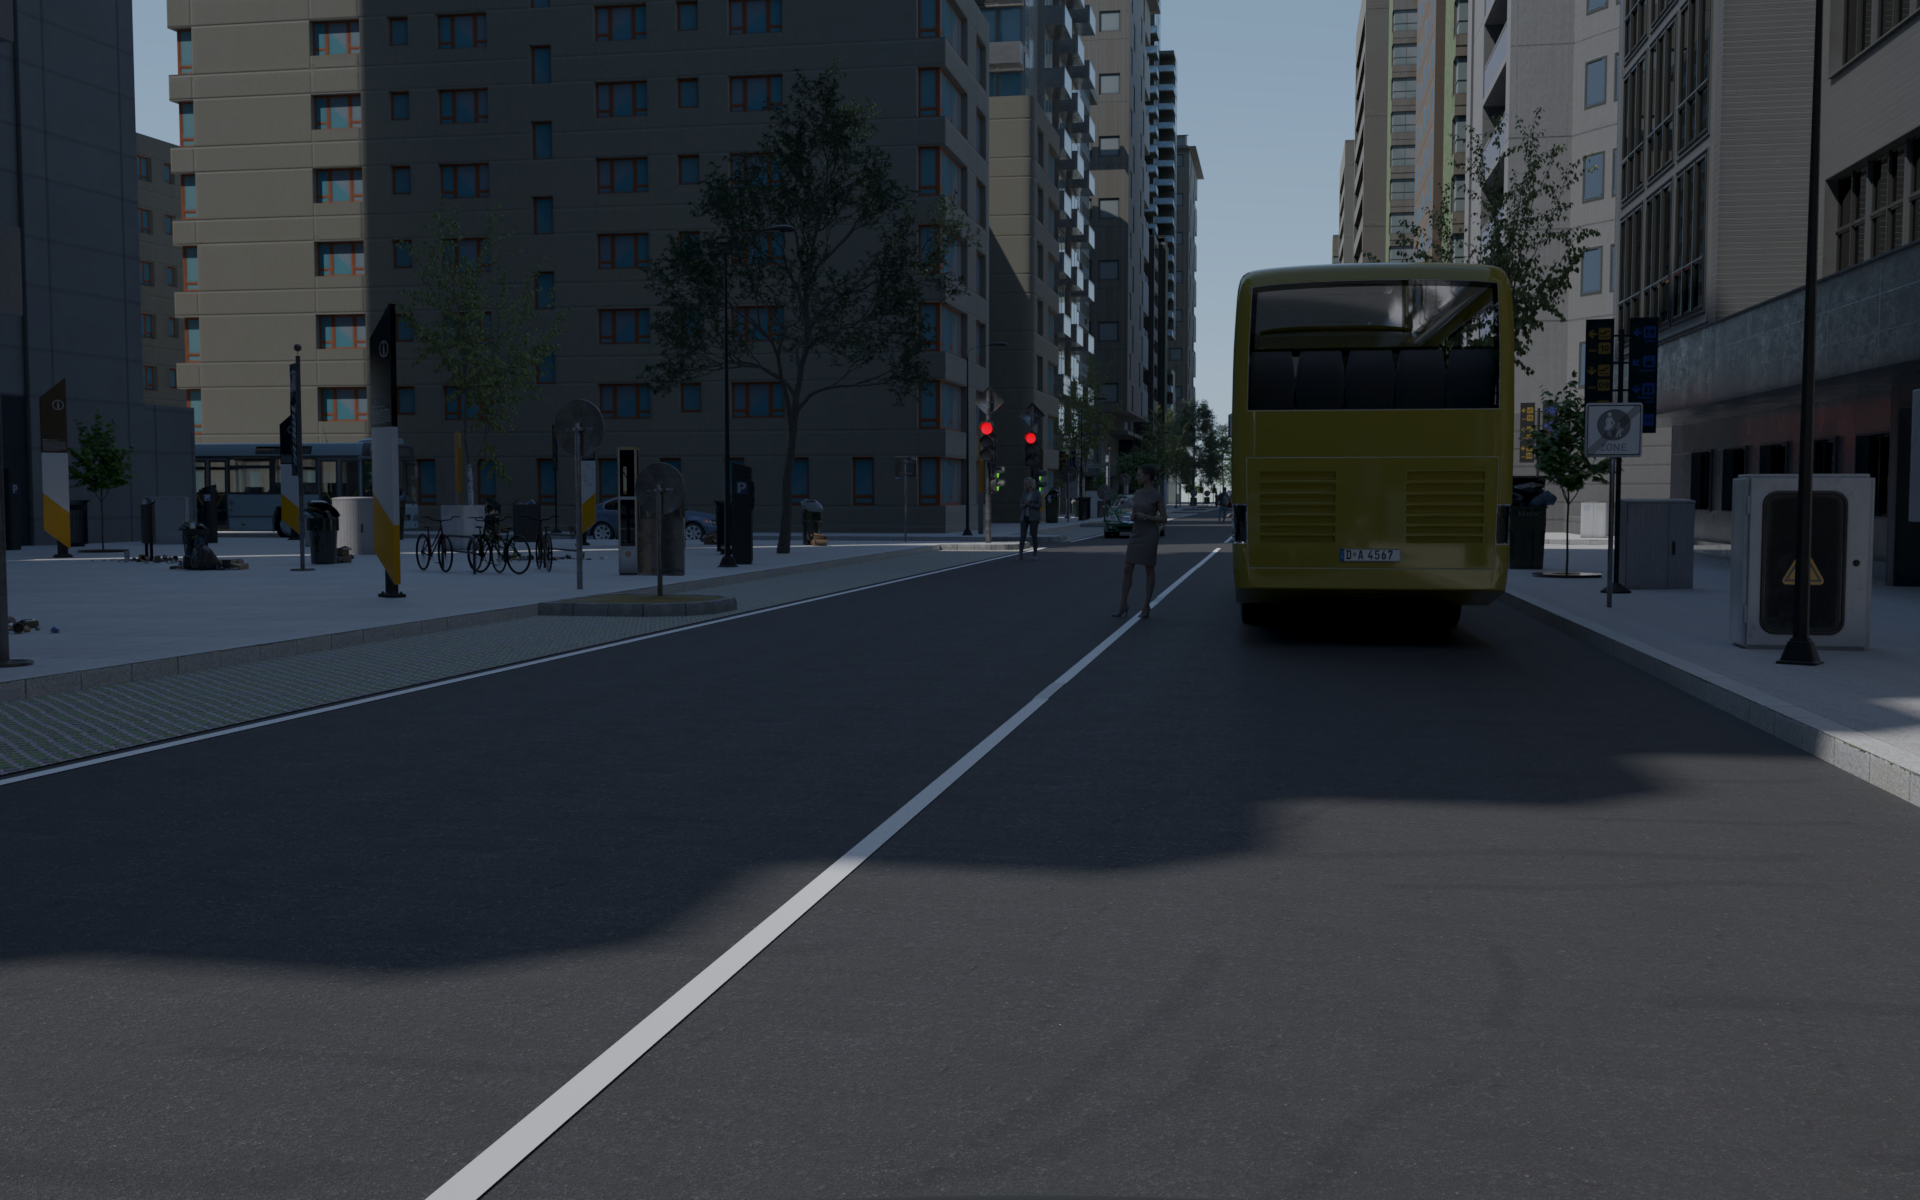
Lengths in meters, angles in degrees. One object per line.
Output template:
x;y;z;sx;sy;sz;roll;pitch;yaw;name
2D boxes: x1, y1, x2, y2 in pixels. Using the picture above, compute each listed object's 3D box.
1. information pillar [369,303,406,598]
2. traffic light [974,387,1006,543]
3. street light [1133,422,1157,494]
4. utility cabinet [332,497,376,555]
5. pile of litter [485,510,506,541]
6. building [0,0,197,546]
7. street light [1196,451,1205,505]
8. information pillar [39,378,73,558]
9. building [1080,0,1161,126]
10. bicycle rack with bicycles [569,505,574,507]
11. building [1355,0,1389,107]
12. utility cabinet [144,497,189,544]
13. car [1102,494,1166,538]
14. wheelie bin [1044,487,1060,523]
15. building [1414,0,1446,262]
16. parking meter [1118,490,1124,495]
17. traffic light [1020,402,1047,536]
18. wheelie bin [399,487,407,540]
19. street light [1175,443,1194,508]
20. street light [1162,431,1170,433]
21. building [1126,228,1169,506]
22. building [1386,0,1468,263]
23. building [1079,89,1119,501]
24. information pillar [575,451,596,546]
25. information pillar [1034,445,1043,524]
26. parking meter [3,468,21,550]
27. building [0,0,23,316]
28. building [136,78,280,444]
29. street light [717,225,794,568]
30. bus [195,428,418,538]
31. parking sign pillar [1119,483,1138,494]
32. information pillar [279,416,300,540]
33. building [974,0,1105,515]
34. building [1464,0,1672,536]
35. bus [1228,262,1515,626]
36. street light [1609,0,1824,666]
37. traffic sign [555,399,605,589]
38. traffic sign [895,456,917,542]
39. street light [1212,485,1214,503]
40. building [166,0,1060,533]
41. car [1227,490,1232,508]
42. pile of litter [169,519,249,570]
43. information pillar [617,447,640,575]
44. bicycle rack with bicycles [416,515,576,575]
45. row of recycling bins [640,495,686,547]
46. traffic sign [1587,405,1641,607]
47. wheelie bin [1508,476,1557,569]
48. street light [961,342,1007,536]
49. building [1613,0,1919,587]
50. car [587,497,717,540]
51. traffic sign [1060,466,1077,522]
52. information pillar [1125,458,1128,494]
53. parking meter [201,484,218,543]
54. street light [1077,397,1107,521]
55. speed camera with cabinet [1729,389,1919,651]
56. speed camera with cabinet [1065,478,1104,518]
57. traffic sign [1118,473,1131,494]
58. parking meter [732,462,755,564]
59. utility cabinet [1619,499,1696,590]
-7.118;-1.841;21.460;0.504;3.616;0.183;3;5;41;information pillar
0.759;-3.443;45.211;0.839;4.253;0.868;1;4;11;traffic light
11.854;-8.564;112.568;1.470;5.913;1.316;1;4;11;street light
-12.812;-1.569;36.814;1.020;1.237;0.306;1;4;13;utility cabinet
-13.058;-2.053;47.539;1.176;0.858;1.719;-2;4;-32;pile of litter
-33.725;-36.747;39.059;20.611;71.187;20.563;1;4;11;building
25.800;-13.134;187.273;1.470;5.913;1.316;1;4;11;street light
-18.161;-2.656;34.781;0.504;3.616;0.183;-2;4;-35;information pillar
4.022;-35.370;167.537;28.713;52.752;27.495;1;4;11;building
-11.604;-2.665;56.955;2.852;0.926;2.925;0;4;-3;bicycle rack with bicycles
46.453;-32.481;154.766;21.300;48.544;21.600;1;4;11;building
-20.228;-2.020;44.185;1.020;1.237;0.306;0;4;-3;utility cabinet
5.890;-2.832;58.099;2.131;1.459;4.920;1;4;10;car
4.075;-4.188;76.377;0.693;1.594;0.980;0;4;4;wheelie bin
34.343;-27.612;101.569;14.600;45.320;14.200;1;4;11;building
10.279;-6.248;110.559;0.372;1.533;0.369;0;3;0;parking meter
2.223;-3.923;53.061;0.839;4.253;0.868;1;4;11;traffic light
-15.923;-2.483;48.512;0.693;1.594;0.980;2;4;27;wheelie bin
20.282;-11.343;157.994;1.470;5.913;1.316;1;4;11;street light
14.877;-9.537;128.472;1.470;5.913;1.316;1;4;11;street light
14.996;-25.432;187.510;14.160;30.474;14.107;1;4;11;building
40.858;-27.749;137.289;14.154;41.232;14.086;1;4;11;building
-2.303;-27.546;142.265;32.217;40.220;23.993;1;4;11;building
-9.343;-3.168;43.151;0.504;3.616;0.183;0;4;0;information pillar
3.369;-5.115;74.991;0.504;3.616;0.183;-2;4;-31;information pillar
-21.661;-2.068;39.524;0.255;1.863;0.399;0;4;4;parking meter
-23.956;-23.827;9.180;23.786;49.044;30.456;1;4;11;building
-53.975;-14.557;83.046;28.899;21.520;27.650;1;4;11;building
-3.546;-3.523;30.138;1.470;5.913;1.316;1;4;11;street light
-22.639;-3.598;53.689;13.247;3.499;2.948;1;4;12;bus
11.997;-8.244;123.260;1.447;3.967;1.447;1;4;21;parking sign pillar
-18.622;-3.474;48.154;0.504;3.616;0.183;0;4;-3;information pillar
-3.495;-29.897;108.420;23.786;49.044;30.456;1;4;11;building
32.683;-31.559;57.988;28.212;58.520;21.231;1;4;11;building
4.758;-1.850;21.796;2.896;3.916;12.252;1;4;9;bus
5.825;-2.476;13.029;1.470;5.913;1.316;1;4;11;street light
-5.127;-1.417;23.281;0.768;2.556;0.104;1;4;20;traffic sign
-1.462;-2.716;46.530;0.606;2.300;0.079;1;4;15;traffic sign
30.073;-14.537;210.222;1.470;5.913;1.316;1;4;11;street light
-11.421;-13.911;72.480;27.650;21.520;28.899;1;4;11;building
24.357;-8.831;153.052;2.281;1.827;5.304;1;4;9;car
-12.875;-0.960;29.669;1.176;0.858;1.719;-3;4;-36;pile of litter
-5.243;-1.403;27.436;0.304;2.012;0.304;0;4;-2;information pillar
-7.506;-0.932;28.625;2.852;0.926;2.925;-2;4;-31;bicycle rack with bicycles
-7.318;-2.111;41.634;1.069;1.692;3.534;-1;4;-22;row of recycling bins
7.347;-1.064;19.532;0.606;2.300;0.079;1;4;11;traffic sign
9.720;-1.332;29.680;0.980;1.594;0.693;1;4;9;wheelie bin
0.760;-4.936;53.245;1.470;5.913;1.316;1;4;11;street light
18.719;-12.465;22.870;14.314;24.678;30.058;1;4;11;building
-8.861;-2.339;50.250;4.499;1.417;2.014;1;4;12;car
4.946;-4.830;79.083;0.768;2.556;0.104;1;4;18;traffic sign
10.804;-7.389;112.157;0.183;3.616;0.504;-1;4;-9;information pillar
-19.649;-2.259;45.338;0.372;1.533;0.369;0;3;0;parking meter
6.380;-6.777;83.337;1.470;5.913;1.316;1;4;11;street light
7.522;-1.219;14.269;2.038;3.252;0.660;1;4;13;speed camera with cabinet
6.647;-5.996;92.368;2.038;3.252;0.660;0;4;7;speed camera with cabinet
10.058;-6.481;106.070;0.768;2.556;0.104;1;4;19;traffic sign
-3.953;-1.584;31.615;0.399;1.863;0.255;0;4;0;parking meter
9.400;-0.750;23.428;1.020;1.237;0.306;-1;4;-11;utility cabinet
